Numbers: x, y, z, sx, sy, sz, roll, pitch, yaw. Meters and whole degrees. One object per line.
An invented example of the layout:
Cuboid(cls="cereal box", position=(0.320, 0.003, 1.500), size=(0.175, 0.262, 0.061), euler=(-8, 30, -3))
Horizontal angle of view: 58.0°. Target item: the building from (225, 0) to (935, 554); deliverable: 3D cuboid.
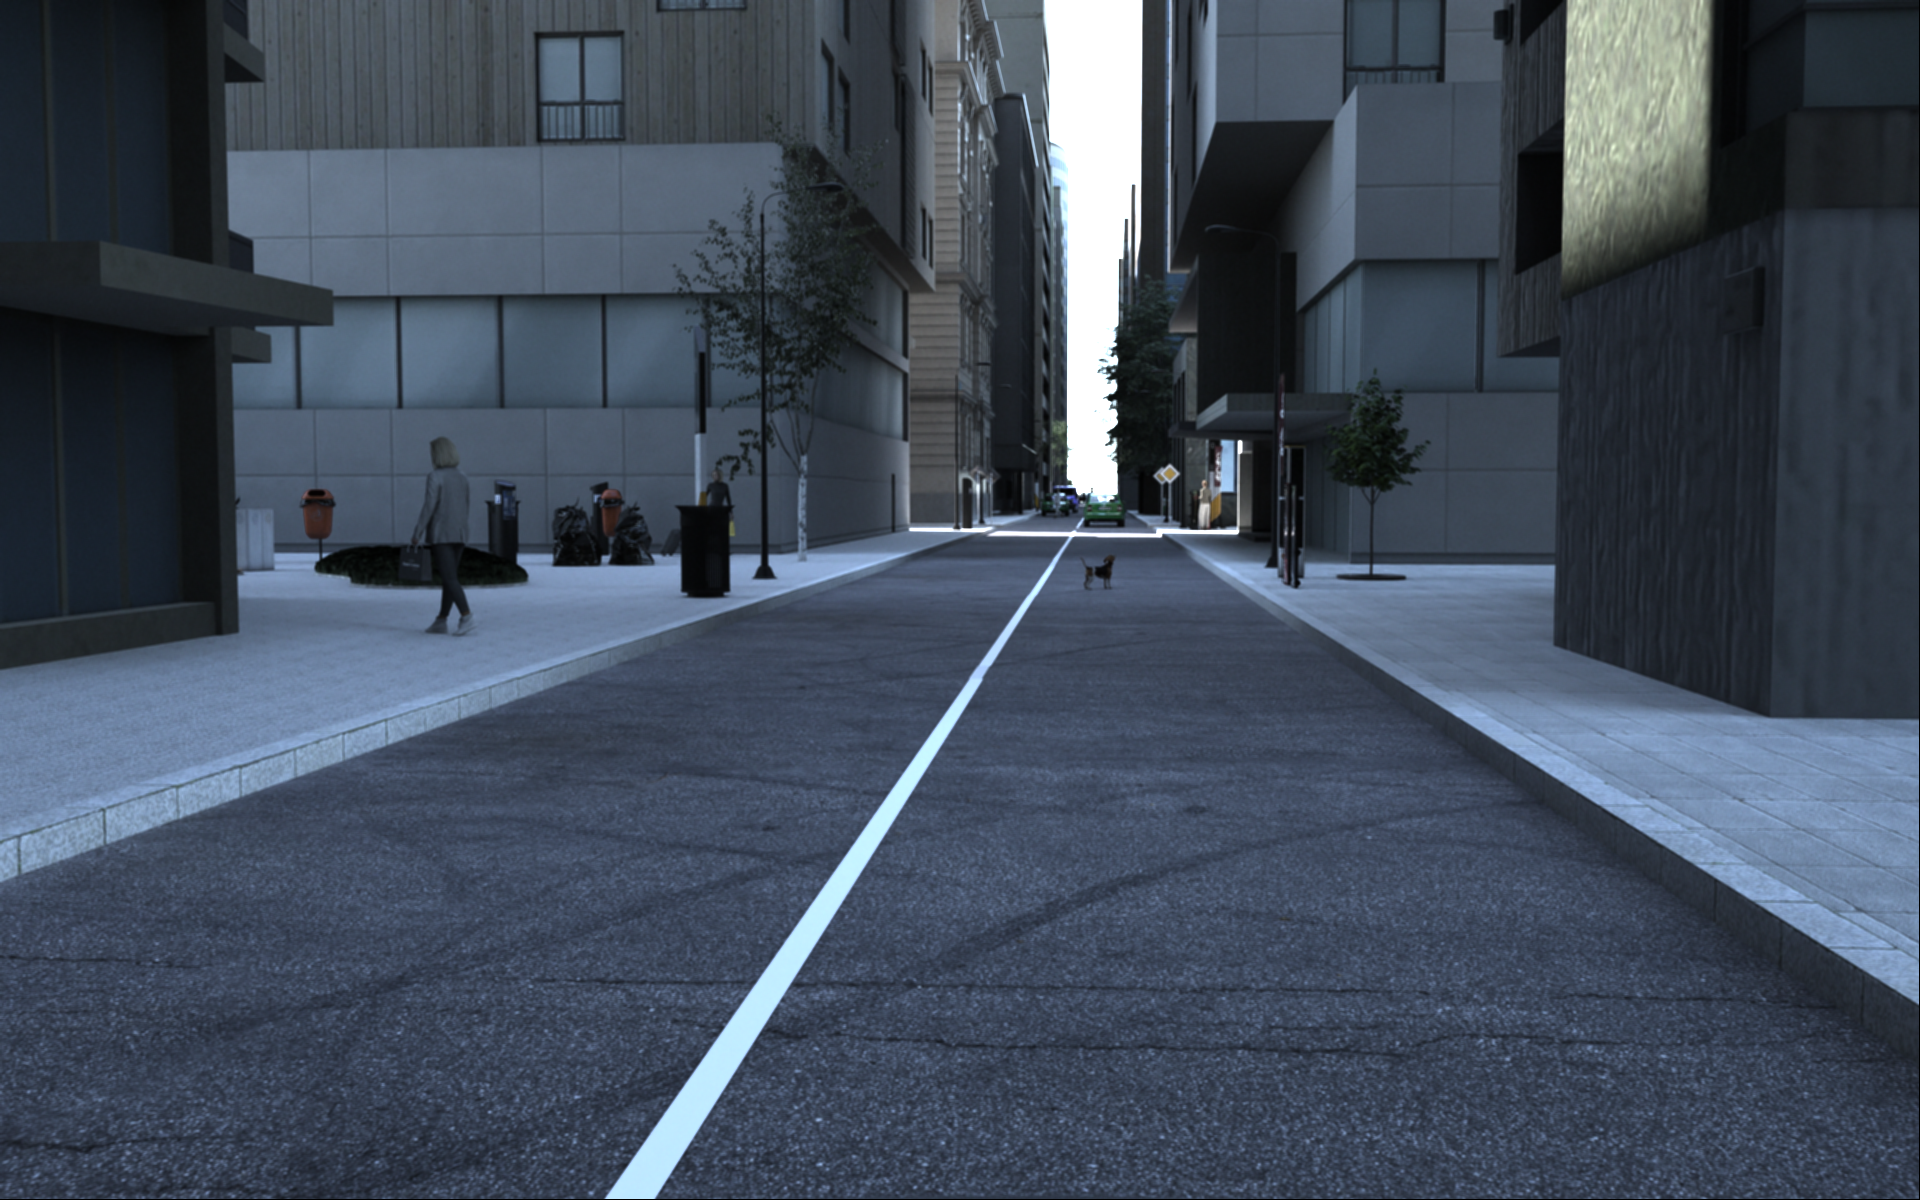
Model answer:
Cuboid(cls="building", position=(-14.891, -28.181, 50.002), size=(27.495, 52.752, 28.713), euler=(0, 4, 5))

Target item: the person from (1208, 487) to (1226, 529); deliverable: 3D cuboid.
Cuboid(cls="person", position=(9.553, -3.615, 64.516), size=(0.648, 1.900, 0.474), euler=(3, 5, 45))

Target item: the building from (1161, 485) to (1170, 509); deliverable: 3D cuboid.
Cuboid(cls="building", position=(26.634, -31.117, 192.356), size=(14.154, 41.232, 14.086), euler=(0, 4, 5))

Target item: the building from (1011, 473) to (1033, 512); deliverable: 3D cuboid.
Cuboid(cls="building", position=(-0.746, -19.227, 132.385), size=(12.078, 24.808, 19.932), euler=(0, 4, 5))

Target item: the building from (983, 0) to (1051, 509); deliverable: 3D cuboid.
Cuboid(cls="building", position=(-2.645, -32.800, 159.977), size=(21.300, 48.544, 21.600), euler=(0, 4, 5))

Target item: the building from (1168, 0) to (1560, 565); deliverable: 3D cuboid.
Cuboid(cls="building", position=(19.280, -27.743, 42.843), size=(28.713, 52.752, 27.495), euler=(0, 4, 5))

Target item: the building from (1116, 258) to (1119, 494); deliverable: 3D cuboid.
Cuboid(cls="building", position=(34.135, -37.666, 299.431), size=(14.154, 41.232, 14.086), euler=(0, 4, 5))

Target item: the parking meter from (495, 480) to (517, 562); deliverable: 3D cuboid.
Cuboid(cls="parking meter", position=(-8.296, -1.420, 31.630), size=(0.372, 1.533, 0.369), euler=(0, 3, 0))

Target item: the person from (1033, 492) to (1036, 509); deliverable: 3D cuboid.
Cuboid(cls="person", position=(6.211, -8.692, 148.510), size=(0.623, 1.781, 0.721), euler=(2, 4, 34))

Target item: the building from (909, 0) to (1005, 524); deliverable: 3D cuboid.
Cuboid(cls="building", position=(-5.273, -18.260, 85.948), size=(14.401, 28.519, 23.554), euler=(0, 4, 5))

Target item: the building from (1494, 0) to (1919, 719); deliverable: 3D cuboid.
Cuboid(cls="building", position=(12.189, -14.896, 15.253), size=(14.160, 30.474, 14.107), euler=(0, 4, 5))

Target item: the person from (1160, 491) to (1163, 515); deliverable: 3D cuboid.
Cuboid(cls="person", position=(12.334, -6.026, 104.754), size=(0.592, 1.802, 0.473), euler=(0, 4, -4))

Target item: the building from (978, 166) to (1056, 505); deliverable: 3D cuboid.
Cuboid(cls="building", position=(4.017, -32.223, 210.437), size=(14.154, 41.232, 14.086), euler=(0, 4, 5))

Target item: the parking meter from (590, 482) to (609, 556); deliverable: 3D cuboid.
Cuboid(cls="parking meter", position=(-7.538, -1.701, 36.215), size=(0.372, 1.533, 0.369), euler=(0, 3, 0))

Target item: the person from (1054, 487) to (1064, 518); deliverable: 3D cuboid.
Cuboid(cls="person", position=(5.848, -5.769, 102.699), size=(0.818, 1.842, 0.514), euler=(-2, 4, -28))

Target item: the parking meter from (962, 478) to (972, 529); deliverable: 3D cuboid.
Cuboid(cls="parking meter", position=(0.267, -3.514, 63.160), size=(0.255, 1.863, 0.399), euler=(2, 4, 26))

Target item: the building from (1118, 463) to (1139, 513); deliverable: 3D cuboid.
Cuboid(cls="building", position=(23.009, -42.681, 136.087), size=(20.563, 71.187, 20.611), euler=(0, 4, 5))

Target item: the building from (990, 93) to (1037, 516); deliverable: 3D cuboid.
Cuboid(cls="building", position=(-2.639, -19.384, 110.442), size=(14.314, 27.812, 24.014), euler=(0, 4, 5))

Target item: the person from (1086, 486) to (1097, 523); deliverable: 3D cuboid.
Cuboid(cls="person", position=(6.470, -4.651, 84.561), size=(0.660, 1.820, 0.620), euler=(-1, 4, -12))

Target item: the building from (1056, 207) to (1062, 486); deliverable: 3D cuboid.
Cuboid(cls="building", position=(6.916, -34.042, 240.186), size=(14.154, 41.232, 14.086), euler=(0, 4, 5))

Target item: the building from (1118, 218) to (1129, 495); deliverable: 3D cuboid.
Cuboid(cls="building", position=(31.127, -35.074, 257.051), size=(14.154, 41.232, 14.086), euler=(0, 4, 5))

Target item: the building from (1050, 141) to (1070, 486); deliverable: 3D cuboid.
Cuboid(cls="building", position=(7.001, -45.338, 283.274), size=(21.231, 58.520, 28.212), euler=(0, 4, 5))

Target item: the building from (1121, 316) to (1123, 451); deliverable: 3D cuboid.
Cuboid(cls="building", position=(32.344, -30.563, 271.397), size=(14.160, 30.474, 14.107), euler=(0, 4, 5))

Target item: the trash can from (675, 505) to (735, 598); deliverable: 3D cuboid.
Cuboid(cls="trash can", position=(-3.181, -0.611, 21.636), size=(0.748, 1.137, 0.748), euler=(0, 3, 0))

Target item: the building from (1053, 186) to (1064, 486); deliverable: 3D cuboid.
Cuboid(cls="building", position=(4.529, -38.846, 258.837), size=(21.300, 48.544, 21.600), euler=(0, 4, 5))

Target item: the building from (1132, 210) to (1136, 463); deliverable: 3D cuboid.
Cuboid(cls="building", position=(24.641, -24.806, 177.285), size=(14.160, 30.474, 14.107), euler=(0, 4, 5))

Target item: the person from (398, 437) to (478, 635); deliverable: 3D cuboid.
Cuboid(cls="person", position=(-4.712, -0.583, 15.757), size=(0.728, 1.800, 0.709), euler=(2, 4, 29))

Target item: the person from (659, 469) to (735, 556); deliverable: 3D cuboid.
Cuboid(cls="person", position=(-5.370, -1.800, 35.696), size=(1.509, 1.804, 0.699), euler=(1, 4, 14))

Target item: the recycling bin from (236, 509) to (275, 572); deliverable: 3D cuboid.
Cuboid(cls="recycling bin", position=(-12.007, -1.007, 29.012), size=(0.722, 1.027, 0.722), euler=(1, 4, 12))

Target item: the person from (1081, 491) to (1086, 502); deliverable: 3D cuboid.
Cuboid(cls="person", position=(17.662, -14.545, 245.937), size=(1.348, 1.869, 0.705), euler=(-2, 4, -31))

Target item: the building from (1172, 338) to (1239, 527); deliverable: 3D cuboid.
Cuboid(cls="building", position=(25.674, -46.870, 78.990), size=(31.000, 86.520, 22.319), euler=(0, 4, 5))

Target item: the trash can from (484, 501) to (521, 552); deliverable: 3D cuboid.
Cuboid(cls="trash can", position=(-9.564, -1.505, 36.266), size=(0.748, 1.137, 0.748), euler=(0, 3, 0))

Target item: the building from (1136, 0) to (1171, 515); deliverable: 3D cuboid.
Cuboid(cls="building", position=(18.441, -28.238, 111.804), size=(14.600, 45.320, 14.200), euler=(0, 4, 5))

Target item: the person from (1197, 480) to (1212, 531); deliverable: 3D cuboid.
Cuboid(cls="person", position=(8.553, -3.305, 60.621), size=(0.519, 1.759, 0.362), euler=(-2, 4, -31))

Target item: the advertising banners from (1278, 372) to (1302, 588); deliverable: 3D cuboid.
Cuboid(cls="advertising banners", position=(4.625, -1.724, 24.378), size=(0.090, 3.025, 2.074), euler=(0, 4, 3))

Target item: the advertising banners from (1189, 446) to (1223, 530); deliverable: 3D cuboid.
Cuboid(cls="advertising banners", position=(8.855, -4.038, 62.205), size=(0.090, 3.025, 2.074), euler=(3, 5, 42))

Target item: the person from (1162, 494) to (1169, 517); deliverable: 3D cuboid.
Cuboid(cls="person", position=(11.345, -5.225, 95.724), size=(0.306, 1.304, 0.590), euler=(-1, 4, -21))
